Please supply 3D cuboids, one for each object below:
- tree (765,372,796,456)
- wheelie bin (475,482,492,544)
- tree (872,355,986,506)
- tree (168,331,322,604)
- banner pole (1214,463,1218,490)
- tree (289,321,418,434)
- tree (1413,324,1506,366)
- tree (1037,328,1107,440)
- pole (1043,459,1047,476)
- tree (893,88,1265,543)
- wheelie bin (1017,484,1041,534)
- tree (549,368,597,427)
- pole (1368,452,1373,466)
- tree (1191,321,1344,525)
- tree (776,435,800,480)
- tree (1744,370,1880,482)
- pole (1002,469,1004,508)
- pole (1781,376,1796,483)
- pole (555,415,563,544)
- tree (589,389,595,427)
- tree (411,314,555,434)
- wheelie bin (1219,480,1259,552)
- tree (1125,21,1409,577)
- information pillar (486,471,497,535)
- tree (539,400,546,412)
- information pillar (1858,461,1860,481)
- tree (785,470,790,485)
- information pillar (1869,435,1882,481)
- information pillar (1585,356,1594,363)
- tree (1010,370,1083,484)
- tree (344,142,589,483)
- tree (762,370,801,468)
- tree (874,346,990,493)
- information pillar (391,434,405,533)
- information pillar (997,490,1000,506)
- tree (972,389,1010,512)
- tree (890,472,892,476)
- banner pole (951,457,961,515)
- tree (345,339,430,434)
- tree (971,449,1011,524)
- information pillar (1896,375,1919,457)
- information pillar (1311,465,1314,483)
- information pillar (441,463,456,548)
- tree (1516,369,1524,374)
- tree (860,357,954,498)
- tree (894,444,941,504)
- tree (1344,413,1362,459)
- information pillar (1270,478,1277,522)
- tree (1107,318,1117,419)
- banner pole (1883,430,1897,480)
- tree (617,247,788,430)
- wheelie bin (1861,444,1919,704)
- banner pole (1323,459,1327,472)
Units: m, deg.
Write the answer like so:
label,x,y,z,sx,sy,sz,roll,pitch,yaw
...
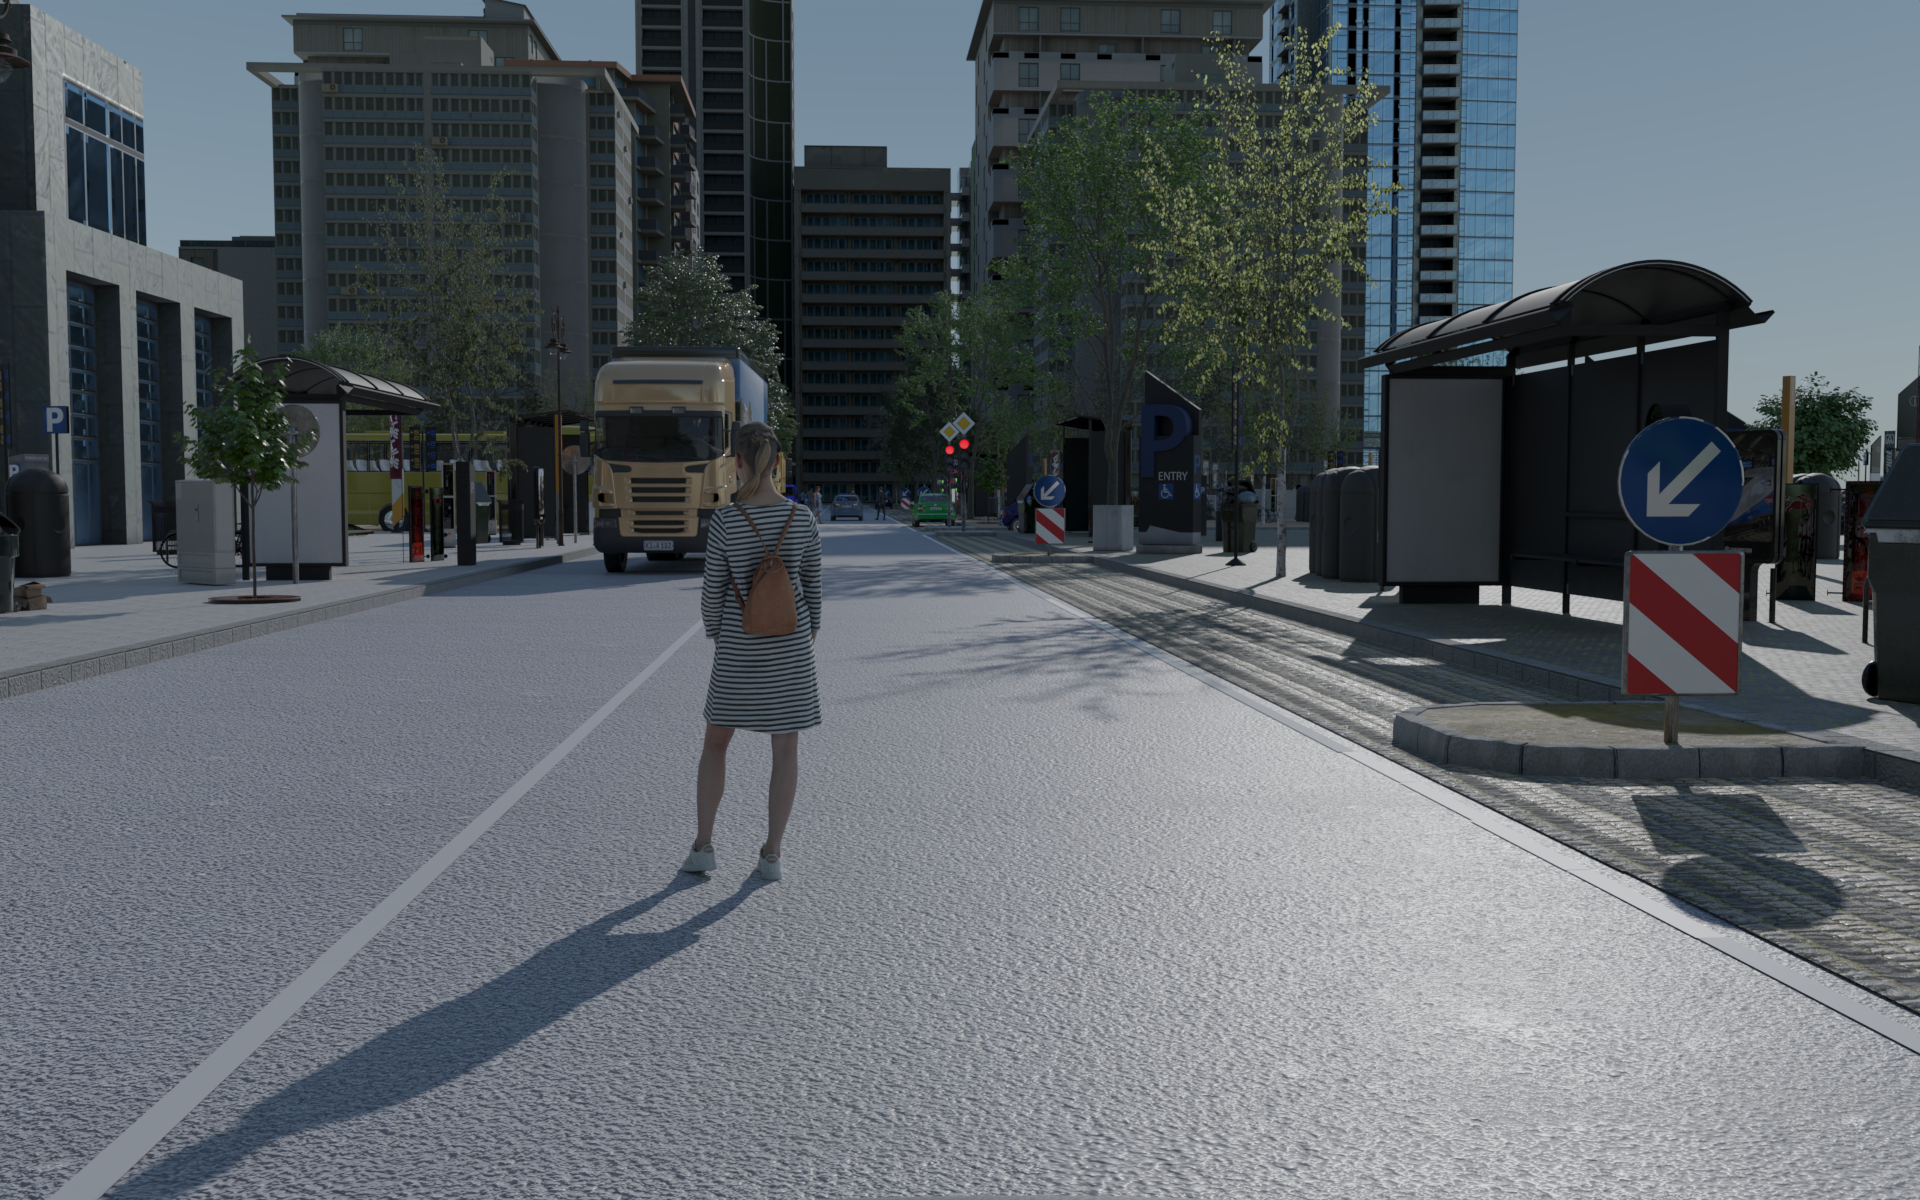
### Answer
label,x,y,z,sx,sy,sz,roll,pitch,yaw
tree,-17.445,-13.222,141.935,9.928,11.665,9.643,0,3,0
wheelie bin,-12.641,-2.267,44.968,0.693,1.594,0.980,2,4,25
tree,-1.717,-10.834,111.553,7.601,10.594,8.767,1,4,19
tree,-8.350,-1.596,20.695,1.663,3.219,1.824,0,3,0
banner pole,17.853,-8.080,122.126,0.863,3.779,0.401,-1,4,-22
tree,-36.440,-10.857,103.270,9.928,11.665,9.643,0,3,0
tree,20.104,-7.497,72.933,4.737,8.622,4.395,0,3,0
tree,5.645,-7.410,71.509,4.360,8.622,3.978,0,3,0
pole,4.850,-6.449,99.290,0.158,3.312,0.155,0,3,0
tree,4.011,-7.286,44.881,9.928,11.665,9.643,0,3,0
wheelie bin,2.262,-2.975,56.549,0.693,1.594,0.980,-1,4,-19
tree,-21.034,-9.257,101.715,4.737,8.622,4.395,0,3,0
pole,19.986,-5.538,84.383,0.158,3.312,0.155,0,3,0
tree,12.286,-7.378,70.996,4.737,8.622,4.395,0,3,0
tree,-20.837,-15.372,201.686,4.360,8.622,3.978,0,3,0
tree,22.580,-3.813,46.057,4.285,4.588,4.351,0,3,0
pole,3.512,-9.066,142.067,0.158,3.312,0.155,0,3,0
pole,14.290,-2.208,29.946,0.158,3.312,0.155,0,3,0
pole,-10.303,-3.099,44.512,0.158,3.312,0.155,0,3,0
tree,-21.955,-8.919,96.195,4.360,8.622,3.978,0,3,0
tree,-23.931,-9.384,87.842,7.601,10.594,8.767,0,4,-2
wheelie bin,6.171,-1.854,38.219,0.980,1.594,0.693,3,5,44
tree,4.749,-4.666,26.654,4.360,8.622,3.978,0,3,0
information pillar,-14.658,-3.038,54.168,0.304,2.012,0.304,-1,4,-11
tree,-29.780,-10.735,125.878,4.737,8.622,4.395,0,3,0
information pillar,62.597,-7.908,120.657,0.183,3.616,0.504,2,4,35
tree,-20.059,-12.483,187.816,4.285,4.588,4.351,0,3,0
information pillar,36.554,-4.760,69.184,0.504,3.616,0.183,-1,4,-19
information pillar,10.591,-2.291,28.810,0.504,3.616,0.183,2,4,32
tree,5.460,-9.340,103.067,4.737,8.622,4.395,0,3,0
tree,-10.578,-5.260,36.356,4.360,8.622,3.978,0,3,0
tree,-18.227,-14.571,156.368,7.486,12.596,7.792,0,3,0
tree,-2.111,-13.233,133.374,9.611,12.733,9.660,0,3,0
information pillar,-18.560,-4.023,57.133,0.504,3.616,0.183,2,4,28
information pillar,2.680,-7.348,124.634,0.304,2.012,0.304,-3,5,-39
tree,2.688,-10.452,121.258,4.737,8.622,4.395,0,3,0
tree,-7.817,-16.345,217.610,4.737,8.622,4.395,0,3,0
banner pole,-0.169,-6.977,104.096,0.863,3.779,0.401,1,4,19
tree,-26.791,-7.971,80.682,4.737,8.622,4.395,0,3,0
tree,1.377,-4.922,75.082,1.663,3.219,1.824,0,3,0
information pillar,18.310,-2.571,33.383,0.183,3.616,0.504,-3,4,-37
information pillar,28.380,-9.061,139.502,0.183,3.616,0.504,0,4,-2
information pillar,-12.144,-2.241,41.129,0.304,2.012,0.304,-1,4,-17
tree,26.296,-8.370,87.218,4.737,8.622,4.395,0,3,0
tree,-3.898,-14.974,155.199,12.009,13.543,11.850,0,3,0
tree,-2.861,-11.783,143.012,4.737,8.622,4.395,0,3,0
tree,23.816,-9.956,113.150,4.737,8.622,4.395,0,3,0
information pillar,14.442,-4.581,79.395,0.304,2.012,0.304,-3,5,-43
tree,7.384,-6.452,55.848,4.360,8.622,3.978,0,3,0
banner pole,32.301,-4.280,59.993,0.401,3.779,0.863,-1,4,-19
tree,-13.075,-11.168,89.259,9.857,13.997,8.962,0,3,0
wheelie bin,6.047,-0.171,10.697,0.693,1.594,0.980,-1,4,-21
banner pole,23.396,-7.335,109.947,0.863,3.779,0.401,-2,4,-25
